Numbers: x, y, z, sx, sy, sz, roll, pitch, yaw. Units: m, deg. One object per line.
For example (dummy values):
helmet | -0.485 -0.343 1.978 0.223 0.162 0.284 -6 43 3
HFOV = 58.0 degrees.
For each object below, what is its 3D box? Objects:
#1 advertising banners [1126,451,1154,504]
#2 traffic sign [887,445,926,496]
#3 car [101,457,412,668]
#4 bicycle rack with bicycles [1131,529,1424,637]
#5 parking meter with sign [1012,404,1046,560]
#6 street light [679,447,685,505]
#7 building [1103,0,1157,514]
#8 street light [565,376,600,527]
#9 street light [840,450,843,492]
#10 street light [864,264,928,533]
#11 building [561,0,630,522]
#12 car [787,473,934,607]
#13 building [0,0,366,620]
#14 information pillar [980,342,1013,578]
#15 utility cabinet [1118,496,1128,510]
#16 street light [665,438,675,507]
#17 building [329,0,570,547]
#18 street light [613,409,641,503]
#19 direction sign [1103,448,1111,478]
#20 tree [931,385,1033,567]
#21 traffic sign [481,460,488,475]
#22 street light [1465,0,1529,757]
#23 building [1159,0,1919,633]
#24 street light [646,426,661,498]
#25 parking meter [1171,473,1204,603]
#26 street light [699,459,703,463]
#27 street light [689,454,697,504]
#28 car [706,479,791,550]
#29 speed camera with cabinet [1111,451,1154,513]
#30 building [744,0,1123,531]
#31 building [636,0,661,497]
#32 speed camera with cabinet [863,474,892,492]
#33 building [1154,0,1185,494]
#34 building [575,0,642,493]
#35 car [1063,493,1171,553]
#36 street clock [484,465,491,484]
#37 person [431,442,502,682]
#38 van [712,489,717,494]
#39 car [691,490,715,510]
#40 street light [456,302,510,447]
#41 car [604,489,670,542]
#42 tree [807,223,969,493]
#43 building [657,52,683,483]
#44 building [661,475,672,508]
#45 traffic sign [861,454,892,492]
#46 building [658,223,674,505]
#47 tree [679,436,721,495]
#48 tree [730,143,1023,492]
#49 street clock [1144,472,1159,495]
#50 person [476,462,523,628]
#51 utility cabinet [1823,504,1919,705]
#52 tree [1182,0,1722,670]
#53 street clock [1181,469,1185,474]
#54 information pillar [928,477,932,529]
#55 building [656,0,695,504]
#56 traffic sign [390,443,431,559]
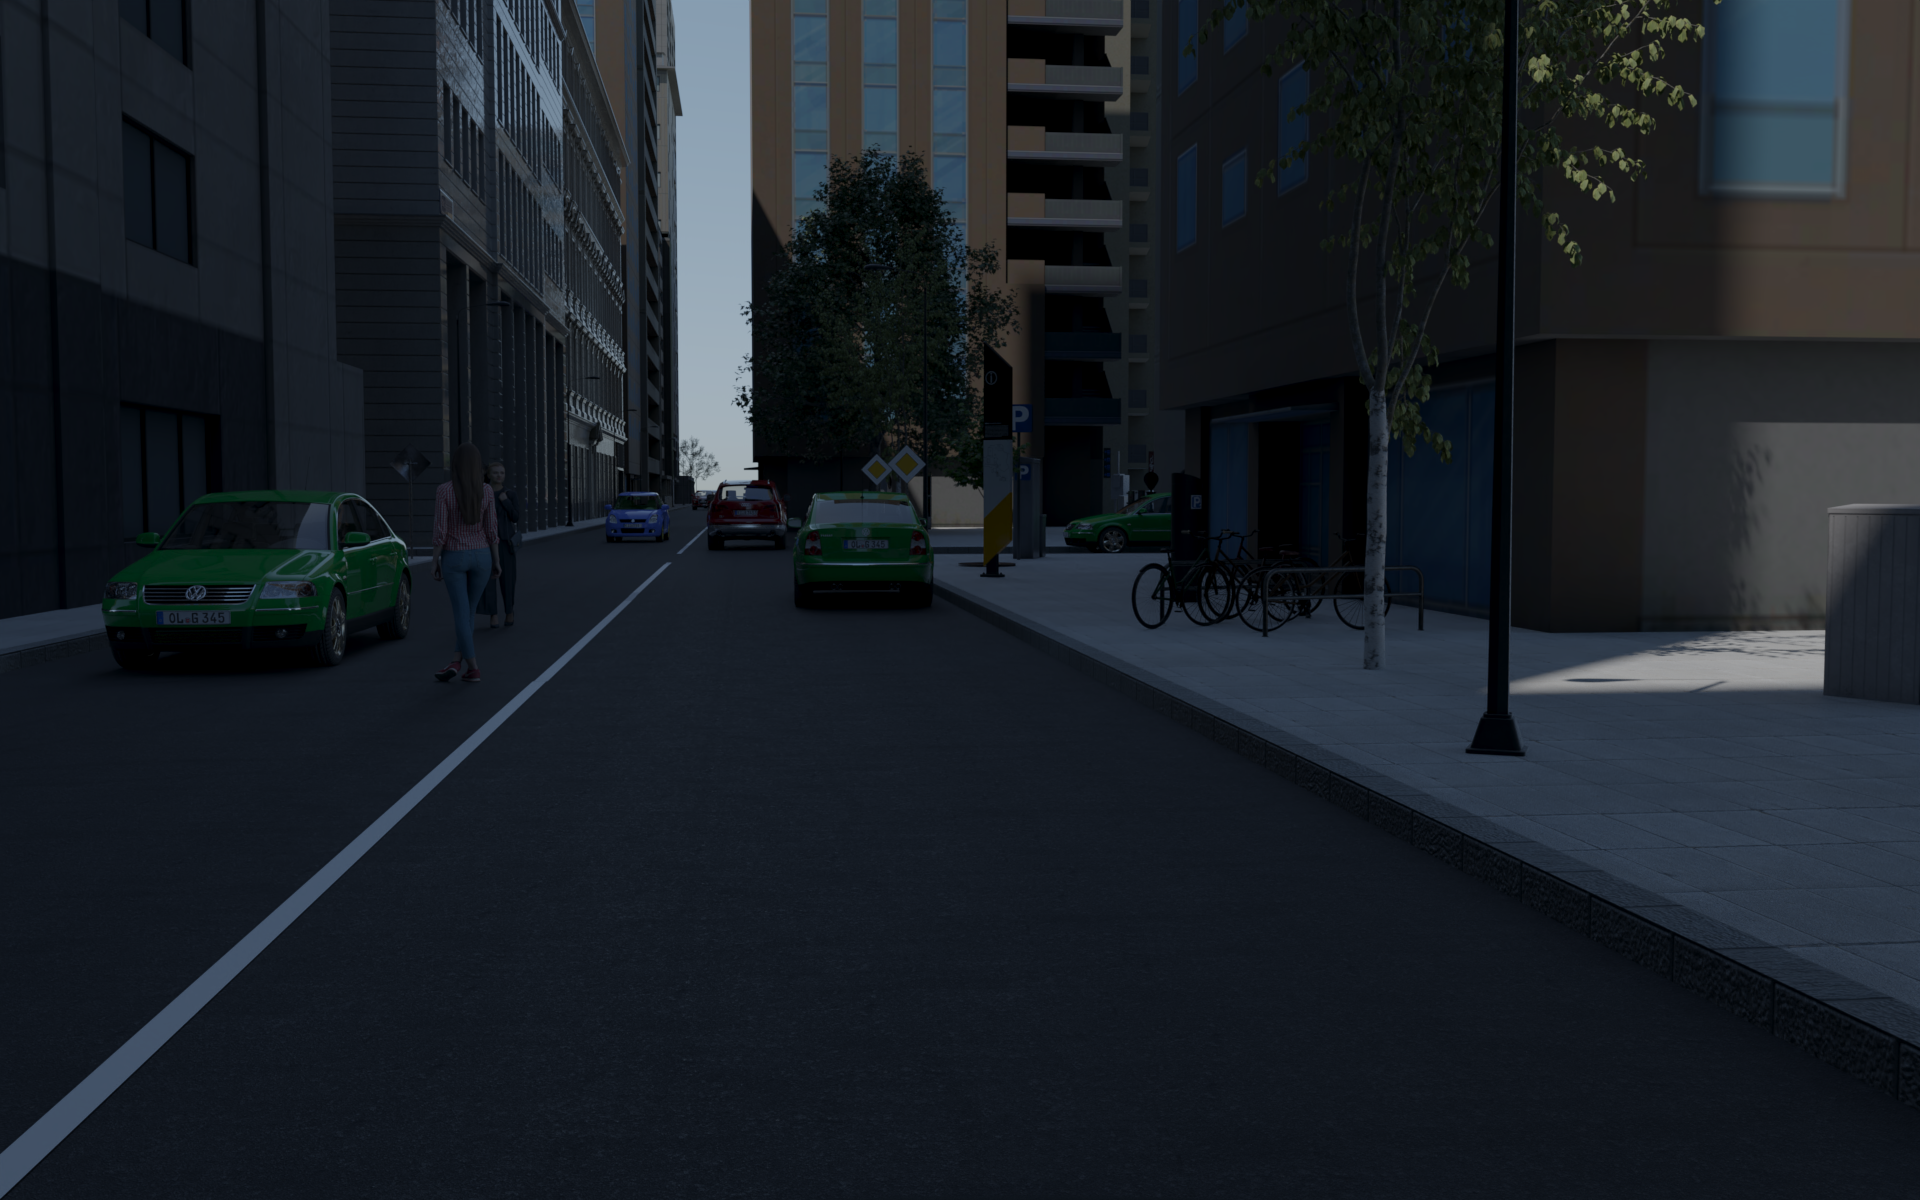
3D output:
advertising banners | 7.449 -4.587 71.192 0.090 3.025 2.074 -2 4 -28
traffic sign | -1.084 -1.935 35.279 0.795 2.450 0.064 0 4 -7
car | -6.220 -0.423 15.718 1.959 1.807 4.718 0 4 -7
bicycle rack with bicycles | 2.967 -0.206 16.747 2.925 0.926 2.852 -2 4 -24
parking meter with sign | 1.345 -2.335 34.436 0.543 3.016 1.738 1 4 14
street light | -27.747 -12.104 170.440 1.470 5.913 1.316 0 4 -7
building | 0.484 -27.494 104.157 22.147 44.769 28.867 0 4 -7
street light | -14.891 -5.860 68.350 1.470 5.913 1.316 0 4 -7
street light | -4.986 -5.652 64.956 1.470 5.913 1.316 0 4 -7
street light | -1.245 -3.833 35.210 1.470 5.913 1.316 0 4 -7
building | -27.172 -19.248 91.116 17.030 29.872 44.131 0 4 -7
car | -1.367 -0.898 23.477 1.959 1.807 4.718 0 4 -5
building | -20.693 -35.624 20.698 20.611 71.187 20.563 0 4 -7
information pillar | 0.571 -2.155 26.585 0.504 3.616 0.183 2 4 32
utility cabinet | 7.135 -3.886 74.694 0.306 1.237 1.020 2 4 27
street light | -24.415 -10.494 144.119 1.470 5.913 1.316 0 4 -7
building | -19.600 -16.965 54.878 11.434 29.767 29.804 0 4 -7
street light | -18.324 -7.467 94.631 1.470 5.913 1.316 0 4 -7
direction sign | 6.937 -5.679 84.847 0.876 3.537 0.379 0 4 2
tree | 0.474 -2.223 30.949 1.663 3.219 1.824 0 3 0
traffic sign | -11.795 -2.347 42.014 0.795 2.450 0.064 0 4 -7
street light | 2.140 -2.193 8.392 1.470 5.913 1.316 0 4 -7
building | 11.110 -22.747 22.024 14.600 45.320 14.200 0 4 -7
street light | -21.190 -8.885 117.812 1.470 5.913 1.316 0 4 -7
parking meter | 2.697 -0.746 20.610 0.372 1.533 0.369 0 3 0
street light | -34.795 -15.554 226.852 1.470 5.913 1.316 0 4 -7
street light | -31.465 -13.946 200.558 1.470 5.913 1.316 0 4 -7
car | -5.644 -2.296 46.210 2.281 1.827 5.304 0 4 -5
speed camera with cabinet | 7.938 -5.204 79.426 2.038 3.252 0.660 3 4 36
building | -1.724 -25.772 71.478 14.600 45.320 14.200 0 4 -7
building | -35.565 -31.535 139.298 21.300 48.544 21.600 0 4 -7
speed camera with cabinet | -3.047 -4.279 64.299 0.660 3.252 2.038 1 4 13
building | 17.755 -26.464 56.391 21.600 48.544 21.300 0 4 -7
building | -30.091 -28.862 121.997 14.600 45.320 14.200 0 4 -7
car | 4.825 -2.000 41.498 4.718 1.807 1.959 -1 4 -8
street clock | -11.830 -2.358 43.123 0.358 2.002 0.471 0 4 -3
person | -3.761 -0.289 13.237 0.388 1.821 0.555 3 5 45
van | -24.809 -10.193 173.672 2.013 2.044 4.112 0 4 -6
car | -23.119 -9.047 156.592 2.281 1.827 5.304 0 4 -6
street light | -11.544 -4.240 41.863 1.470 5.913 1.316 0 4 -7
car | -9.780 -2.633 52.638 1.945 1.707 3.694 0 4 -5
tree | -1.883 -5.868 46.312 4.737 8.622 4.395 0 3 0
building | -48.366 -37.990 210.373 28.713 52.752 27.495 0 4 -7
building | -43.653 -28.749 161.931 32.217 40.220 23.993 0 4 -7
traffic sign | -2.073 -2.420 43.203 0.795 2.450 0.064 0 4 -7
building | -37.605 -25.103 182.142 14.160 30.474 14.107 0 4 -7
tree | -41.735 -20.684 272.598 8.767 10.594 7.601 0 4 -6
tree | -2.778 -8.543 56.685 9.611 12.733 9.660 0 3 0
street clock | 6.203 -3.160 56.232 0.471 2.002 0.358 1 4 12
person | -5.017 -0.598 18.692 0.576 1.772 0.534 -1 4 -21
utility cabinet | 5.879 0.031 10.654 0.306 1.237 1.020 -2 4 -32
tree | 3.280 -3.797 12.441 4.737 8.622 4.395 0 3 0
street clock | 6.523 -2.749 49.512 0.471 2.002 0.358 -1 4 -13
information pillar | -1.177 -3.565 62.783 0.304 2.012 0.304 0 4 3
building | -49.884 -49.963 255.152 20.563 71.187 20.611 0 4 -7
traffic sign | -10.806 -1.862 34.090 0.795 2.450 0.064 0 4 -7
